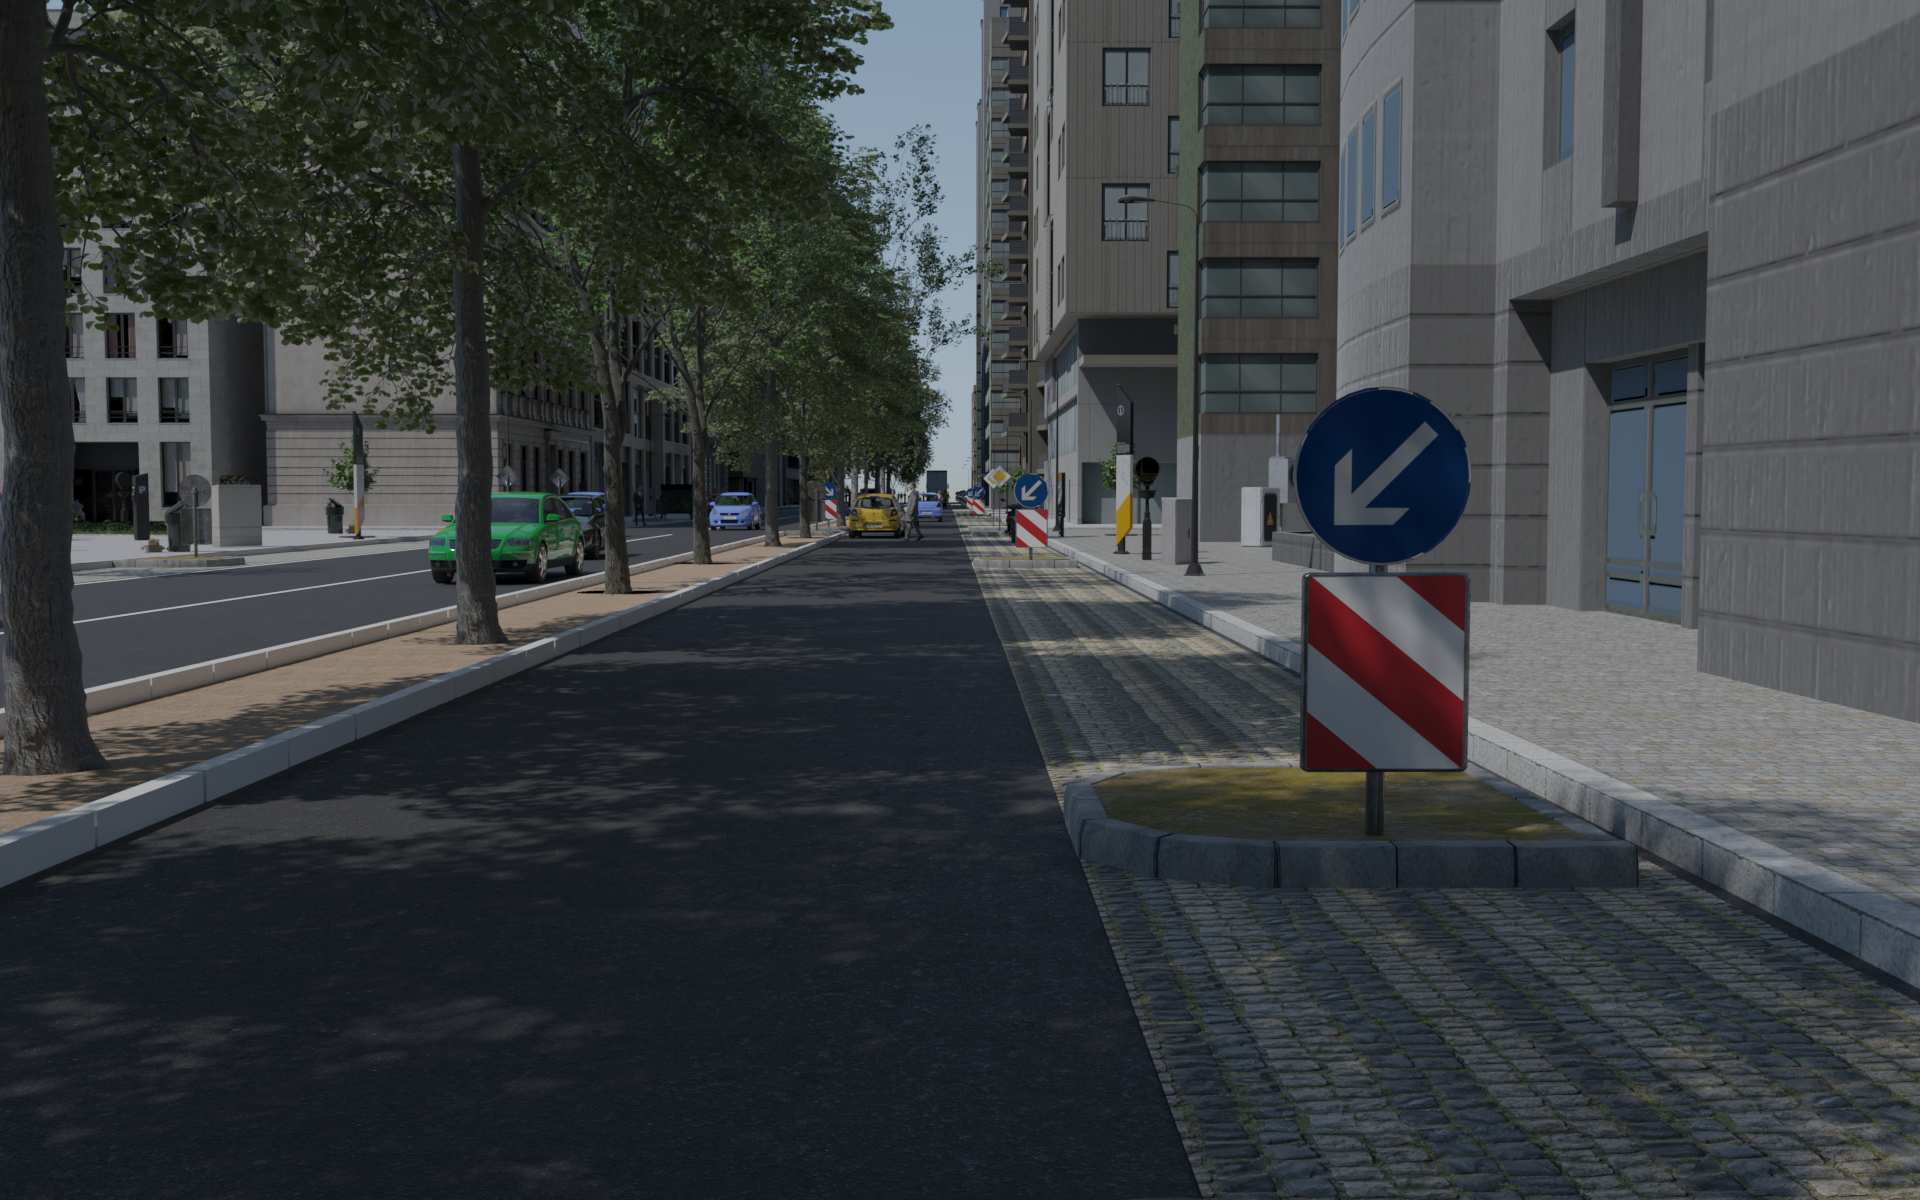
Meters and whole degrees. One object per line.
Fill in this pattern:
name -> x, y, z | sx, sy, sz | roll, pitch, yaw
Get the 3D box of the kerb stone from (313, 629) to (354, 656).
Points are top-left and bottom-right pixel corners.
kerb stone -> -5.729, 0.402, 15.654 | 0.120, 0.150, 1.000 | 0, 4, 0

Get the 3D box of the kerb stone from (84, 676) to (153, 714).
kerb stone -> -5.693, 0.651, 11.558 | 0.120, 0.150, 1.000 | 0, 4, 0

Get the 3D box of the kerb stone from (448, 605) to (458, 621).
kerb stone -> -5.754, 0.149, 19.780 | 0.120, 0.150, 1.000 | 0, 4, 0

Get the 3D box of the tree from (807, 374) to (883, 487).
tree -> -5.366, -7.666, 78.153 | 4.737, 8.622, 4.395 | 0, 3, 0

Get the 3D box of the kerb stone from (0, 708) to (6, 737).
kerb stone -> -5.681, 0.716, 10.525 | 0.120, 0.150, 1.000 | 0, 4, 0

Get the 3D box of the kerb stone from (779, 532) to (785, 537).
kerb stone -> -6.045, -2.236, 58.752 | 0.120, 0.150, 1.000 | 0, 4, 0

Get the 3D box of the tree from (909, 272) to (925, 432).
tree -> -4.962, -7.673, 46.034 | 7.486, 12.596, 7.792 | 0, 3, 0

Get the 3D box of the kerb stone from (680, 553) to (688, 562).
kerb stone -> -5.874, -0.855, 36.175 | 0.120, 0.150, 1.000 | 0, 4, 0

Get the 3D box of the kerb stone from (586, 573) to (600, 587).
kerb stone -> -5.805, -0.291, 26.955 | 0.120, 0.150, 1.000 | 0, 4, 0

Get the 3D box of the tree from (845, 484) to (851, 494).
tree -> -19.541, -18.664, 299.760 | 1.663, 3.219, 1.824 | 0, 3, 0

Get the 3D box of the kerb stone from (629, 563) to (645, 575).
kerb stone -> -5.841, -0.538, 31.062 | 0.120, 0.150, 1.000 | 0, 4, 0

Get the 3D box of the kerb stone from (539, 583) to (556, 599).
kerb stone -> -5.783, -0.104, 23.888 | 0.120, 0.150, 1.000 | 0, 4, 0

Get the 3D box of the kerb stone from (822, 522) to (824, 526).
kerb stone -> -6.168, -3.271, 75.671 | 0.120, 0.150, 1.000 | 0, 4, 0

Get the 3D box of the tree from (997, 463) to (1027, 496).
tree -> 3.536, -6.799, 105.763 | 1.663, 3.219, 1.824 | 0, 3, 0

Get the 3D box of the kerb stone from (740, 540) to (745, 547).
kerb stone -> -5.953, -1.480, 46.429 | 0.120, 0.150, 1.000 | 0, 4, 0

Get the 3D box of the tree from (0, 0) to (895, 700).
tree -> -4.487, -5.819, 15.727 | 7.486, 12.596, 7.792 | 0, 3, 0

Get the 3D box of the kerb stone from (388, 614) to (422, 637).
kerb stone -> -5.734, 0.275, 17.705 | 0.120, 0.150, 1.000 | 0, 4, 0

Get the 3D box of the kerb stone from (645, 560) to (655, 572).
kerb stone -> -5.840, -0.605, 32.084 | 0.120, 0.150, 1.000 | 0, 4, 0

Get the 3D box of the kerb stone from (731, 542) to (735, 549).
kerb stone -> -5.941, -1.356, 44.371 | 0.120, 0.150, 1.000 | 0, 4, 0

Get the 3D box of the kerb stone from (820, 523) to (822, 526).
kerb stone -> -6.164, -3.208, 74.649 | 0.120, 0.150, 1.000 | 0, 4, 0

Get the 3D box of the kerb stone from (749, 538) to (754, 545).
kerb stone -> -5.967, -1.608, 48.483 | 0.120, 0.150, 1.000 | 0, 4, 0

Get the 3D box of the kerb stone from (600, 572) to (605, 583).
kerb stone -> -5.817, -0.354, 27.983 | 0.120, 0.150, 1.000 | 0, 4, 0

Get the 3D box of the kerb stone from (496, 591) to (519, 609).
kerb stone -> -5.773, 0.022, 21.839 | 0.120, 0.150, 1.000 | 0, 4, 0

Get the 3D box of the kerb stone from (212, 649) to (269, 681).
kerb stone -> -5.707, 0.525, 13.610 | 0.120, 0.150, 1.000 | 0, 4, 0

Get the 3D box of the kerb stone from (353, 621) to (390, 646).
kerb stone -> -5.736, 0.340, 16.677 | 0.120, 0.150, 1.000 | 0, 4, 0

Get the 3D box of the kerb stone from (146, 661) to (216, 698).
kerb stone -> -5.699, 0.588, 12.582 | 0.120, 0.150, 1.000 | 0, 4, 0

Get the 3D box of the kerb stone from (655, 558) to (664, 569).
kerb stone -> -5.853, -0.667, 33.106 | 0.120, 0.150, 1.000 | 0, 4, 0

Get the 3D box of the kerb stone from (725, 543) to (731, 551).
kerb stone -> -5.928, -1.286, 43.349 | 0.120, 0.150, 1.000 | 0, 4, 0

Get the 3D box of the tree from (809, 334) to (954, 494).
tree -> -5.198, -11.589, 108.952 | 9.611, 12.733, 9.660 | 0, 3, 0

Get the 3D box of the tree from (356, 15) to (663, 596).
tree -> -5.003, -5.892, 24.542 | 9.928, 11.665, 9.643 | 0, 3, 0

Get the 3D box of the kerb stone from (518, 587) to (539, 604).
kerb stone -> -5.776, -0.041, 22.865 | 0.120, 0.150, 1.000 | 0, 4, 0

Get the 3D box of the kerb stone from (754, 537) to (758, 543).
kerb stone -> -5.976, -1.671, 49.510 | 0.120, 0.150, 1.000 | 0, 4, 0

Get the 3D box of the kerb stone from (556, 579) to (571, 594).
kerb stone -> -5.798, -0.166, 24.911 | 0.120, 0.150, 1.000 | 0, 4, 0

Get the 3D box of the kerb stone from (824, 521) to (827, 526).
kerb stone -> -6.185, -3.397, 77.729 | 0.120, 0.150, 1.000 | 0, 4, 0

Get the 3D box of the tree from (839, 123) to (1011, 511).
tree -> -4.176, -14.018, 87.532 | 12.611, 20.169, 13.585 | 0, 3, 0

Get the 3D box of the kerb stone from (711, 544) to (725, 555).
kerb stone -> -5.929, -1.231, 42.324 | 0.120, 0.150, 1.000 | 0, 4, 0

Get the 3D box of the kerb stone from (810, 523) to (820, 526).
kerb stone -> -6.157, -3.145, 73.624 | 0.120, 0.150, 1.000 | 0, 4, 0

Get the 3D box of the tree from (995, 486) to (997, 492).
tree -> 3.572, -9.185, 144.777 | 1.663, 3.219, 1.824 | 0, 3, 0

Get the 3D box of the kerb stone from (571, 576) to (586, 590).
kerb stone -> -5.805, -0.229, 25.933 | 0.120, 0.150, 1.000 | 0, 4, 0

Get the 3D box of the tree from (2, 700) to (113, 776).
tree -> -4.601, -5.356, 8.154 | 7.486, 12.596, 7.792 | 0, 3, 0

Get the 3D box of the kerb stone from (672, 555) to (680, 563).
kerb stone -> -5.865, -0.789, 35.151 | 0.120, 0.150, 1.000 | 0, 4, 0

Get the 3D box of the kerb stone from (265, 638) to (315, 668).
kerb stone -> -5.713, 0.463, 14.632 | 0.120, 0.150, 1.000 | 0, 4, 0

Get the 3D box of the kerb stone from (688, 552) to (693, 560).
kerb stone -> -5.882, -0.918, 37.197 | 0.120, 0.150, 1.000 | 0, 4, 0

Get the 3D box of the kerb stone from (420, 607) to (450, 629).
kerb stone -> -5.751, 0.215, 18.741 | 0.120, 0.150, 1.000 | 0, 4, 0

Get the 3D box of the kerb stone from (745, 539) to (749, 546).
kerb stone -> -5.967, -1.545, 47.456 | 0.120, 0.150, 1.000 | 0, 4, 0

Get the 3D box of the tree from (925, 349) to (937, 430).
tree -> -4.865, -9.251, 71.837 | 7.486, 12.596, 7.792 | 0, 3, 0

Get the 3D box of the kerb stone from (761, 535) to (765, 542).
kerb stone -> -5.991, -1.793, 51.569 | 0.120, 0.150, 1.000 | 0, 4, 0

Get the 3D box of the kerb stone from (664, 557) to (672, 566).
kerb stone -> -5.868, -0.730, 34.128 | 0.120, 0.150, 1.000 | 0, 4, 0

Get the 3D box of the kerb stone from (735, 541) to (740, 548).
kerb stone -> -5.945, -1.417, 45.407 | 0.120, 0.150, 1.000 | 0, 4, 0

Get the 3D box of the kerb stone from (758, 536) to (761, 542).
kerb stone -> -5.988, -1.734, 50.542 | 0.120, 0.150, 1.000 | 0, 4, 0
